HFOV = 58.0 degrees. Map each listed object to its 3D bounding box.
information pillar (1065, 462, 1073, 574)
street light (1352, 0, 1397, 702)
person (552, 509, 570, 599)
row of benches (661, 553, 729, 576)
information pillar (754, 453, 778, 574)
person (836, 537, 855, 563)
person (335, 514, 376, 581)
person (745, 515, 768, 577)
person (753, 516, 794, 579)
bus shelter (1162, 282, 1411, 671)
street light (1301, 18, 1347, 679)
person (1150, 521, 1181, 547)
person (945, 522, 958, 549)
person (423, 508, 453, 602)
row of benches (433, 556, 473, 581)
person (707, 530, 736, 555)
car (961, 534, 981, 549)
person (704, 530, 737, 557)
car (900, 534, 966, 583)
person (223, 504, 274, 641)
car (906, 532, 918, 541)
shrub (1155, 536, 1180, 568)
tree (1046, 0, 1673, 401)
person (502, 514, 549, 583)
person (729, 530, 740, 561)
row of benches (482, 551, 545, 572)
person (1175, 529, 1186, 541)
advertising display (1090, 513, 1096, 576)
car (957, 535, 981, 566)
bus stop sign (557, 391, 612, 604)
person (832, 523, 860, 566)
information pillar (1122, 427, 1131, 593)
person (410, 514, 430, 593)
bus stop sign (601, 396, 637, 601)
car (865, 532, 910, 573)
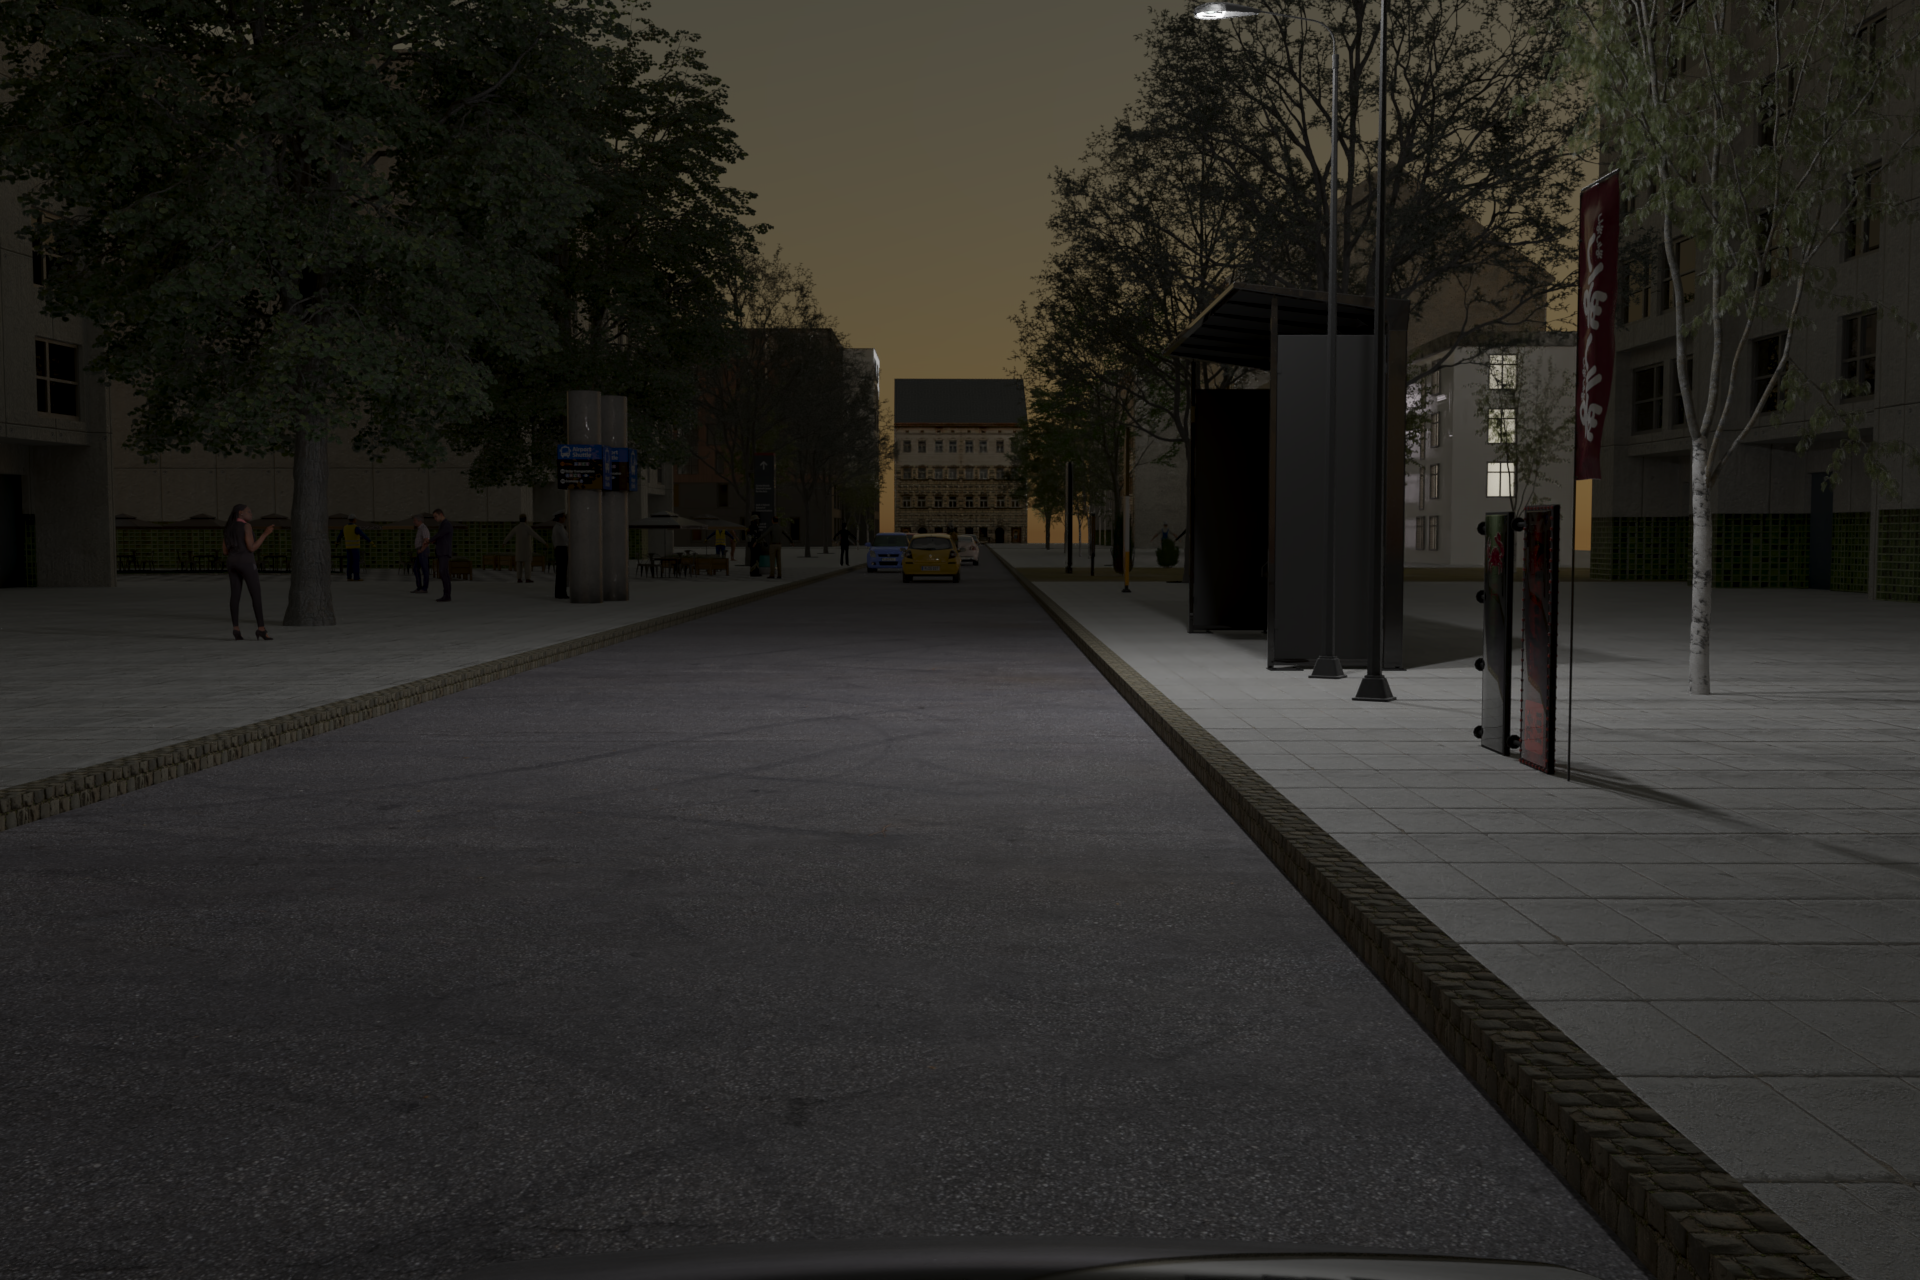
[{"bbox_3d":[3.577,-4.005,56.789,0.184,3.620,1.656,0,4,1],"label":"information pillar"},{"bbox_3d":[3.742,-2.486,13.192,1.470,5.913,1.316,0,4,0],"label":"street light"},{"bbox_3d":[-7.859,-1.711,34.440,0.721,1.778,1.216,-2,4,-30],"label":"person"},{"bbox_3d":[-8.489,-2.422,55.059,1.422,0.672,4.104,-2,4,-32],"label":"row of benches"},{"bbox_3d":[-6.217,-4.033,55.323,0.750,3.857,0.750,0,4,0],"label":"information pillar"},{"bbox_3d":[-5.137,-4.176,77.549,0.991,1.433,0.599,2,4,26],"label":"person"},{"bbox_3d":[-16.471,-2.512,47.048,1.349,1.833,0.705,1,4,22],"label":"person"},{"bbox_3d":[-6.153,-2.836,52.141,0.705,1.856,1.354,1,4,16],"label":"person"},{"bbox_3d":[-5.329,-2.666,49.864,1.348,1.796,0.705,-2,4,-35],"label":"person"},{"bbox_3d":[3.434,-1.712,19.277,1.731,3.624,6.357,0,4,0],"label":"bus shelter"},{"bbox_3d":[3.825,-2.613,15.269,1.470,5.913,1.316,0,4,1],"label":"street light"},{"bbox_3d":[8.932,-4.243,75.230,1.347,1.847,0.705,1,4,14],"label":"person"},{"bbox_3d":[-0.374,-3.330,62.670,0.705,1.858,1.354,-2,4,-29],"label":"person"},{"bbox_3d":[-9.932,-1.619,32.957,0.568,1.767,0.683,-2,4,-29],"label":"person"},{"bbox_3d":[-14.410,-2.060,49.137,1.422,0.672,4.104,-1,4,-23],"label":"row of benches"},{"bbox_3d":[-10.553,-4.303,76.533,1.347,1.806,0.705,-1,4,-21],"label":"person"},{"bbox_3d":[0.644,-7.520,134.959,2.014,1.417,4.499,0,4,1],"label":"car"},{"bbox_3d":[-8.771,-3.482,63.389,1.216,1.772,0.721,0,4,-2],"label":"person"},{"bbox_3d":[-0.834,-2.571,52.255,2.015,1.641,3.980,0,4,1],"label":"car"},{"bbox_3d":[-8.575,-0.819,20.908,0.593,1.643,0.415,-1,4,-19],"label":"person"},{"bbox_3d":[-2.546,-4.598,84.215,2.155,1.783,4.494,0,3,0],"label":"car"},{"bbox_3d":[7.833,-3.321,65.416,1.383,1.207,1.383,0,3,0],"label":"shrub"},{"bbox_3d":[6.602,-7.281,29.406,12.009,13.543,11.850,0,3,0],"label":"tree"},{"bbox_3d":[-11.488,-2.420,45.647,1.344,1.819,0.704,1,4,14],"label":"person"},{"bbox_3d":[-10.844,-4.675,83.233,0.721,1.733,1.217,-2,4,-27],"label":"person"},{"bbox_3d":[-15.513,-2.736,60.203,1.422,0.672,4.104,-3,4,-37],"label":"row of benches"},{"bbox_3d":[9.256,-3.891,69.808,1.347,1.806,0.705,-1,4,-15],"label":"person"},{"bbox_3d":[4.069,-2.935,53.207,0.123,1.923,0.974,0,4,1],"label":"advertising display"},{"bbox_3d":[-0.059,-4.120,79.724,2.083,1.381,4.827,0,4,1],"label":"car"},{"bbox_3d":[-6.948,-2.636,32.107,0.837,3.901,0.837,0,4,0],"label":"bus stop sign"},{"bbox_3d":[-4.642,-3.879,70.136,1.216,1.740,0.721,1,4,20],"label":"person"},{"bbox_3d":[3.659,-2.856,38.055,0.183,3.616,0.504,0,3,0],"label":"information pillar"},{"bbox_3d":[-11.700,-1.866,37.495,0.436,1.711,0.756,-1,4,-17],"label":"person"},{"bbox_3d":[-6.688,-2.706,33.267,0.837,3.901,0.837,0,3,0],"label":"bus stop sign"},{"bbox_3d":[-2.593,-3.414,65.404,1.945,1.707,3.694,0,4,1],"label":"car"}]
